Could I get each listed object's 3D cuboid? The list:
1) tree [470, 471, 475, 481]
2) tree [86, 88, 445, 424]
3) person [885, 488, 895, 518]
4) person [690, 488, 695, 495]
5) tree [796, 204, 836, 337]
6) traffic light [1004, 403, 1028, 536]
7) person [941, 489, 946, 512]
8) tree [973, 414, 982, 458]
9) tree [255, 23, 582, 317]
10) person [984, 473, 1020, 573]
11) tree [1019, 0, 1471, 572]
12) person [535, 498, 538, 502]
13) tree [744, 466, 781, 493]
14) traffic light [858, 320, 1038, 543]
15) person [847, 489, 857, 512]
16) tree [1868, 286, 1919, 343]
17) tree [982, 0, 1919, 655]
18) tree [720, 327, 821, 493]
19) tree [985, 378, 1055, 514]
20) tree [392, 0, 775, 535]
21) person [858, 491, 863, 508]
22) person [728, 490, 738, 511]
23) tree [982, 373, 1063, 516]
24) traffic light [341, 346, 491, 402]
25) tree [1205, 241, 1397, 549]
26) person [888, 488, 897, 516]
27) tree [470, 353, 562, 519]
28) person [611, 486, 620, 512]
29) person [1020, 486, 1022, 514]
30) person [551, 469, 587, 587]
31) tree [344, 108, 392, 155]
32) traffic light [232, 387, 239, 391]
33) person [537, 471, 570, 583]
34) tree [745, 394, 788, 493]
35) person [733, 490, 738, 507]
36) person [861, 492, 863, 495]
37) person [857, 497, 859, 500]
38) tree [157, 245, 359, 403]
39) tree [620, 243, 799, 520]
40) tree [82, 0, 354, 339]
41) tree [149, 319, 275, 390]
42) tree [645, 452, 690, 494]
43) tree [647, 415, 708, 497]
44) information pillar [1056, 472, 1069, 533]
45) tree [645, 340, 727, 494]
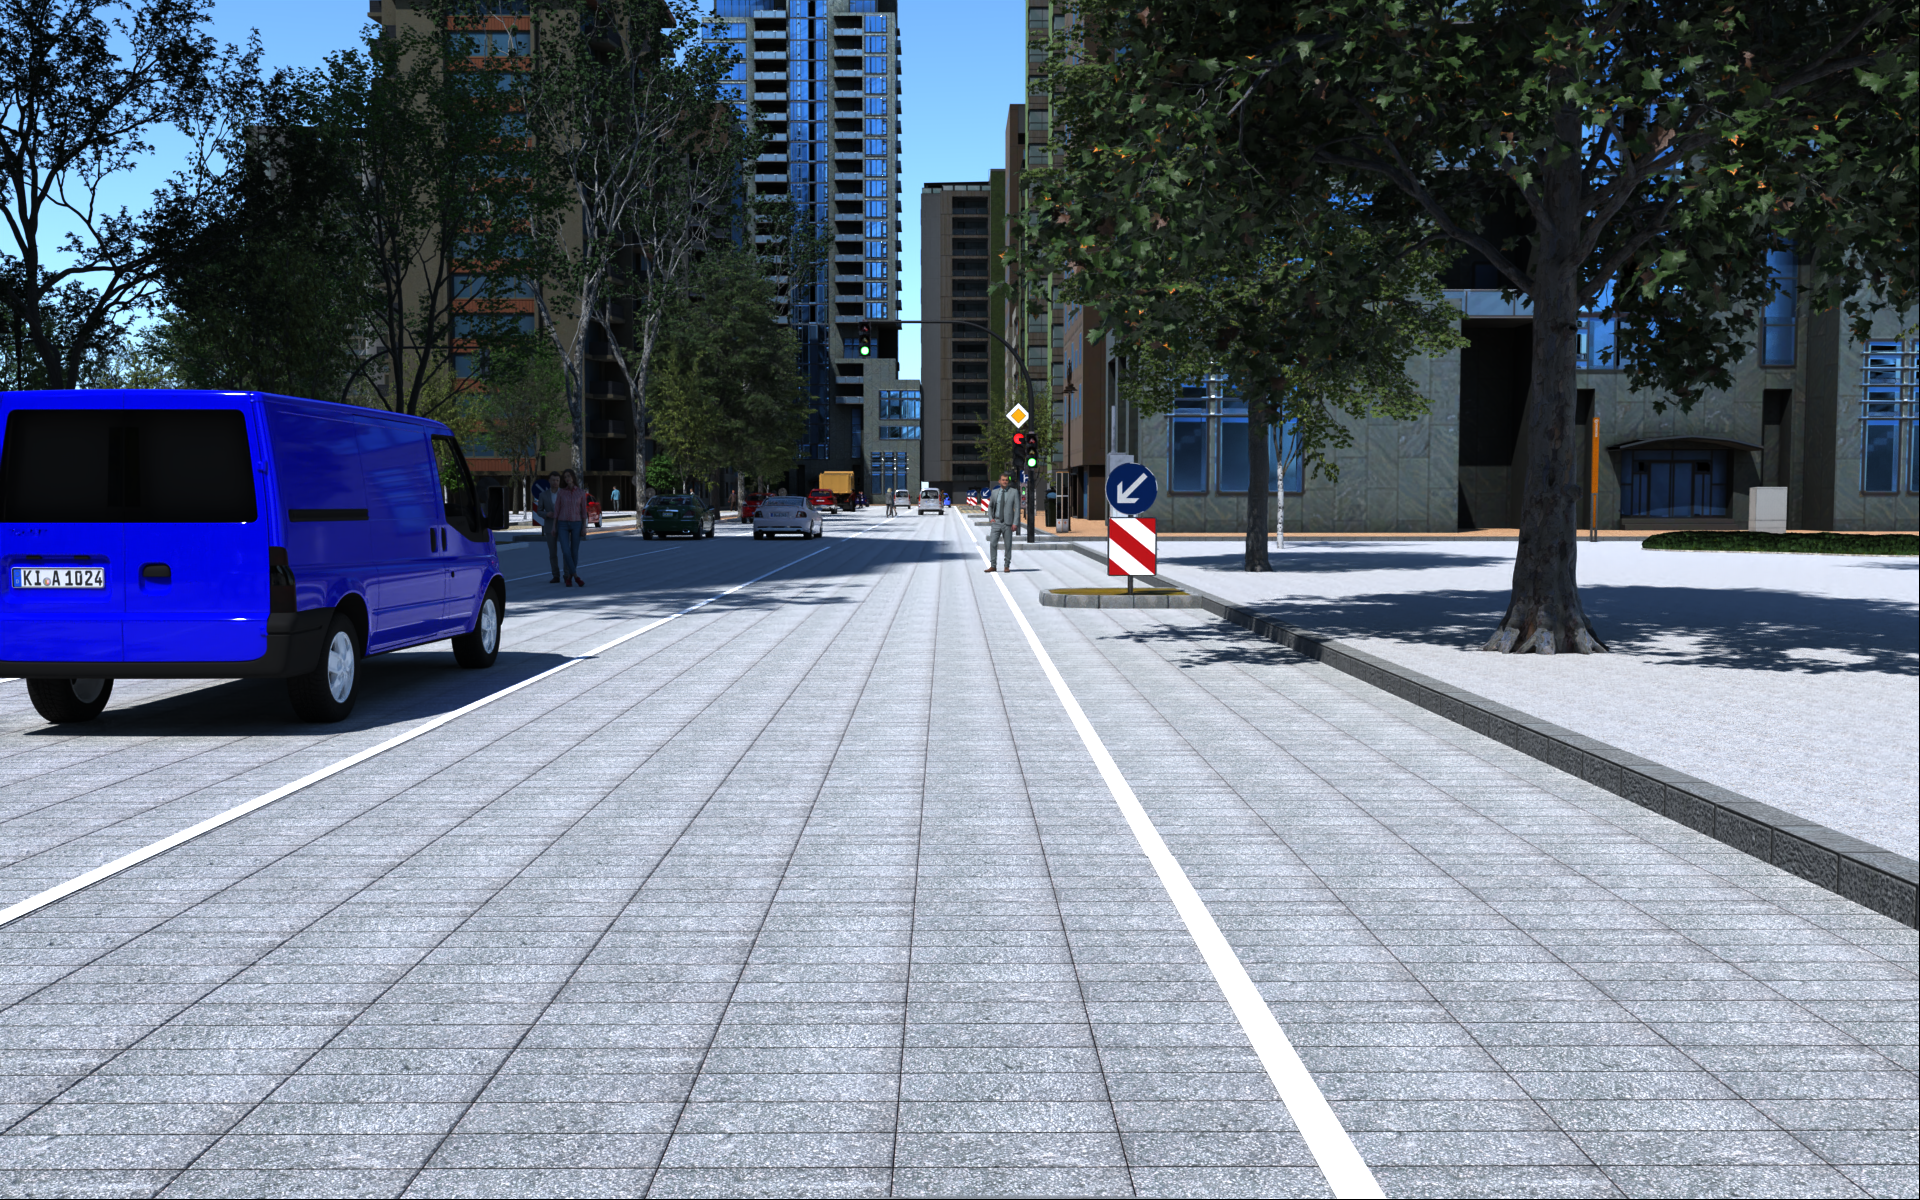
[{"bbox_3d":[-22.140,-4.998,76.311,1.663,3.219,1.824,0,3,0],"label":"tree"},{"bbox_3d":[-12.156,-4.772,30.835,4.737,8.622,4.395,0,3,0],"label":"tree"},{"bbox_3d":[-4.243,-5.858,104.457,0.526,1.800,0.537,-3,5,-44],"label":"person"},{"bbox_3d":[-18.718,-6.887,121.059,0.622,1.834,0.822,3,5,39],"label":"person"},{"bbox_3d":[-13.823,-14.783,100.050,12.611,20.169,13.585,0,3,0],"label":"tree"},{"bbox_3d":[1.782,-3.949,53.486,0.839,4.253,0.868,0,4,0],"label":"traffic light"},{"bbox_3d":[-1.417,-8.105,141.116,0.705,1.812,1.348,1,4,17],"label":"person"},{"bbox_3d":[3.095,-10.425,120.806,4.737,8.622,4.395,0,3,0],"label":"tree"},{"bbox_3d":[-12.310,-6.732,38.287,9.928,11.665,9.643,0,3,0],"label":"tree"},{"bbox_3d":[0.783,-1.414,31.711,0.635,1.810,0.391,1,4,11],"label":"person"},{"bbox_3d":[4.520,-6.747,28.438,7.486,12.596,7.792,0,3,0],"label":"tree"},{"bbox_3d":[-24.323,-5.704,99.650,0.444,1.785,0.601,1,4,10],"label":"person"},{"bbox_3d":[-22.277,-13.239,200.167,4.285,4.588,4.351,0,3,0],"label":"tree"},{"bbox_3d":[-0.252,-4.323,45.345,4.771,5.953,1.251,0,4,0],"label":"traffic light"},{"bbox_3d":[-8.552,-7.940,138.286,0.705,1.831,1.348,2,4,32],"label":"person"},{"bbox_3d":[15.601,-4.642,26.258,4.737,8.622,4.395,0,3,0],"label":"tree"},{"bbox_3d":[4.936,-5.924,13.859,9.611,12.733,9.660,0,3,0],"label":"tree"},{"bbox_3d":[-12.799,-11.611,110.419,7.486,12.596,7.792,0,3,0],"label":"tree"},{"bbox_3d":[4.020,-9.759,109.927,4.360,8.622,3.978,0,3,0],"label":"tree"},{"bbox_3d":[-14.249,-13.010,71.066,12.611,20.169,13.585,0,3,0],"label":"tree"},{"bbox_3d":[-10.181,-10.227,176.628,0.530,1.710,0.541,0,4,1],"label":"person"},{"bbox_3d":[-18.698,-8.209,143.274,0.990,1.755,0.434,-2,4,-26],"label":"person"},{"bbox_3d":[4.358,-9.220,101.110,4.737,8.622,4.395,0,3,0],"label":"tree"},{"bbox_3d":[-16.887,-4.814,53.373,4.771,5.953,1.251,0,4,0],"label":"traffic light"},{"bbox_3d":[7.685,-5.500,40.283,4.737,8.622,4.395,0,3,0],"label":"tree"},{"bbox_3d":[-4.485,-6.488,114.603,0.654,1.822,0.581,2,4,33],"label":"person"},{"bbox_3d":[-22.355,-8.404,87.772,4.360,8.622,3.978,0,3,0],"label":"tree"},{"bbox_3d":[-24.233,-7.093,121.867,0.638,1.841,0.748,-1,4,-11],"label":"person"},{"bbox_3d":[3.879,-6.549,112.921,0.447,1.846,0.655,1,4,17],"label":"person"},{"bbox_3d":[-6.048,-1.118,26.786,0.555,1.821,0.388,-1,4,-19],"label":"person"},{"bbox_3d":[-14.002,-12.225,58.218,12.611,20.169,13.585,0,3,0],"label":"tree"},{"bbox_3d":[-18.921,-3.451,45.338,0.839,4.253,0.868,0,4,0],"label":"traffic light"},{"bbox_3d":[-6.483,-1.170,27.825,0.606,1.804,0.583,-1,4,-15],"label":"person"},{"bbox_3d":[-12.962,-10.014,116.549,4.360,8.622,3.978,0,3,0],"label":"tree"},{"bbox_3d":[-22.080,-9.955,169.605,0.445,1.727,0.742,3,4,37],"label":"person"},{"bbox_3d":[-11.418,-11.727,201.173,0.436,1.711,0.756,2,4,24],"label":"person"},{"bbox_3d":[-9.608,-8.834,153.023,1.350,1.814,0.705,-1,4,-9],"label":"person"},{"bbox_3d":[-33.341,-10.758,82.543,9.857,13.997,8.962,0,3,0],"label":"tree"},{"bbox_3d":[-12.613,-10.969,88.460,9.857,13.997,8.962,0,3,0],"label":"tree"},{"bbox_3d":[-12.542,-5.361,24.516,8.767,10.594,7.601,0,4,0],"label":"tree"},{"bbox_3d":[-44.822,-11.937,105.538,12.009,13.543,11.850,0,3,0],"label":"tree"},{"bbox_3d":[-21.590,-8.792,127.460,4.285,4.588,4.351,0,3,0],"label":"tree"},{"bbox_3d":[-21.559,-11.107,131.963,4.360,8.622,3.978,0,3,0],"label":"tree"},{"bbox_3d":[3.389,-3.228,57.276,0.304,2.012,0.304,-3,4,-38],"label":"information pillar"},{"bbox_3d":[-12.849,-7.834,80.907,4.737,8.622,4.395,0,3,0],"label":"tree"}]
